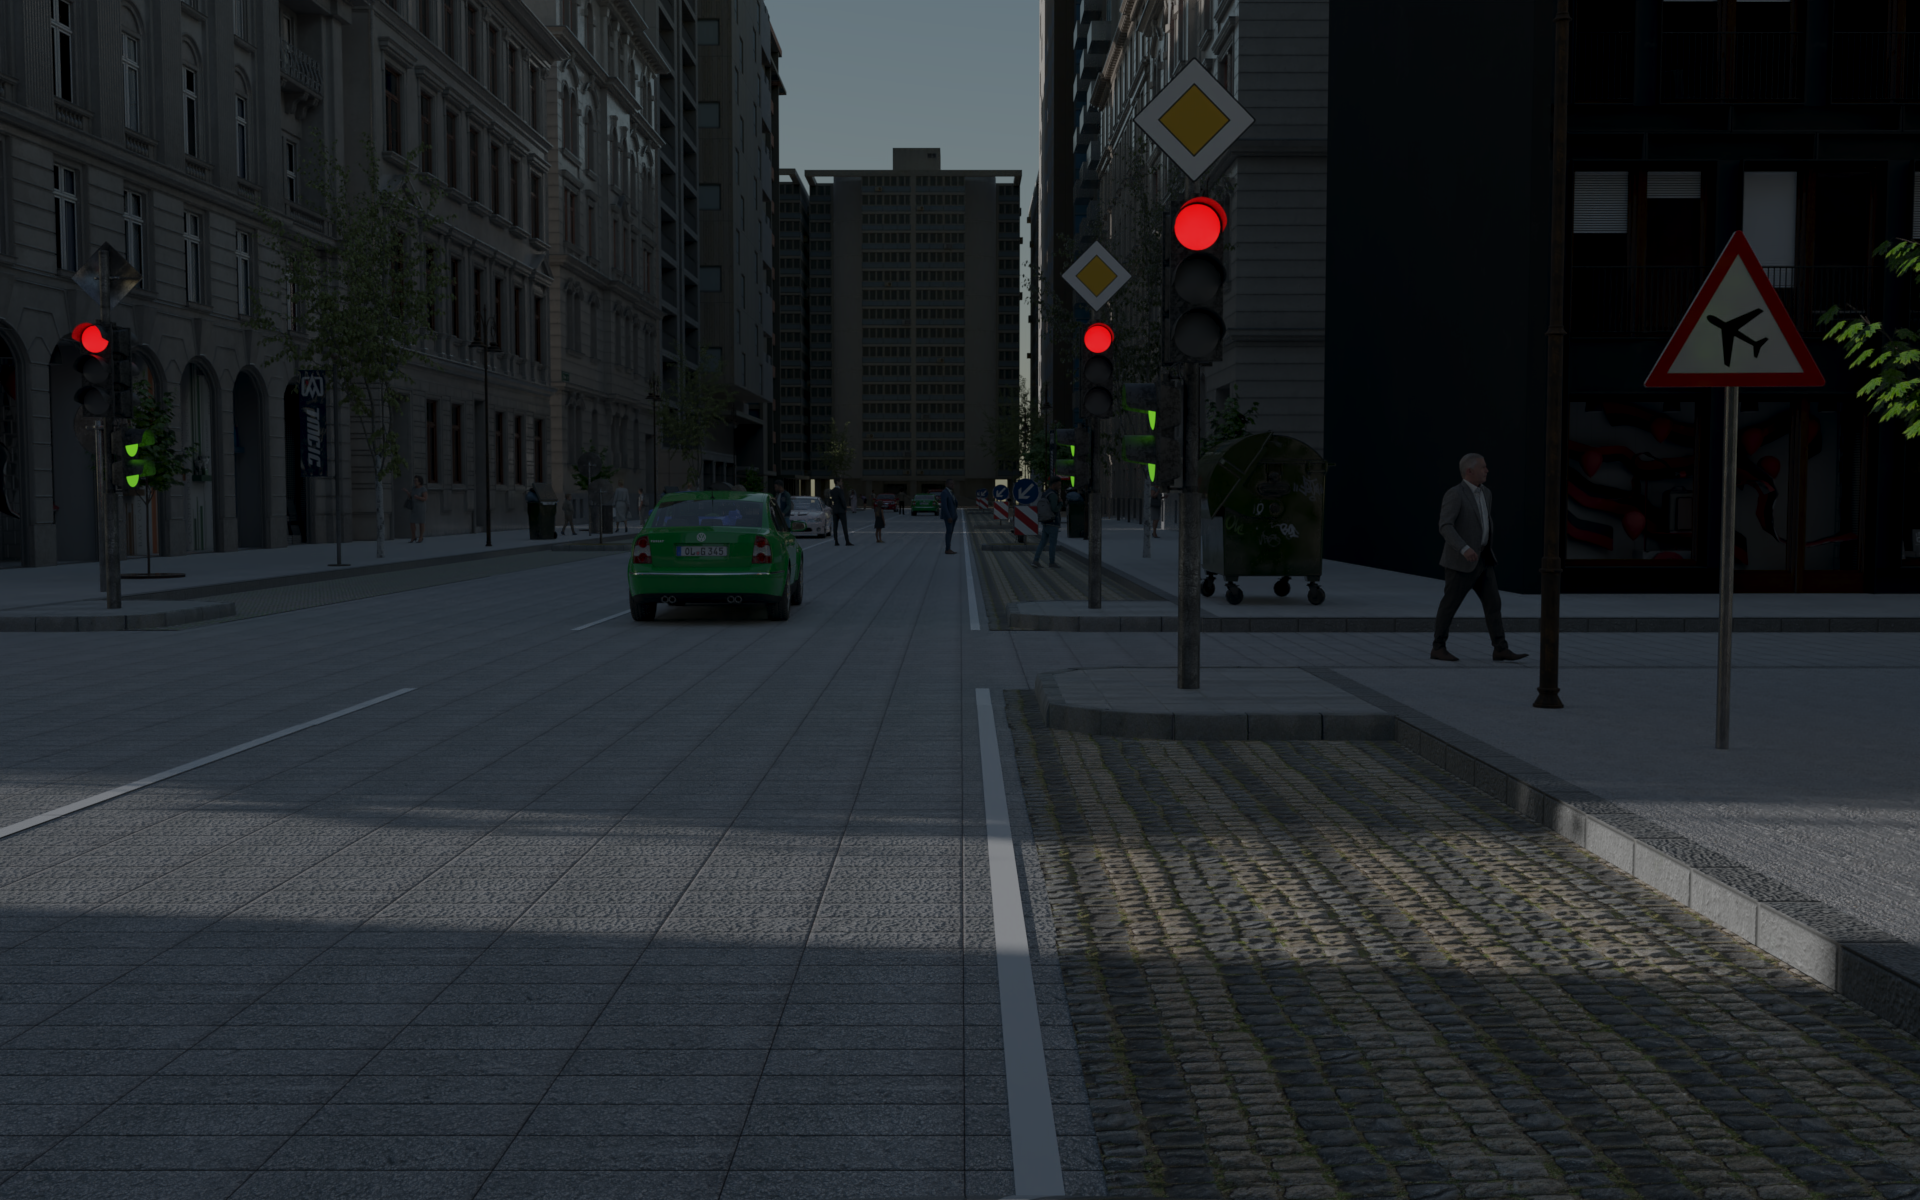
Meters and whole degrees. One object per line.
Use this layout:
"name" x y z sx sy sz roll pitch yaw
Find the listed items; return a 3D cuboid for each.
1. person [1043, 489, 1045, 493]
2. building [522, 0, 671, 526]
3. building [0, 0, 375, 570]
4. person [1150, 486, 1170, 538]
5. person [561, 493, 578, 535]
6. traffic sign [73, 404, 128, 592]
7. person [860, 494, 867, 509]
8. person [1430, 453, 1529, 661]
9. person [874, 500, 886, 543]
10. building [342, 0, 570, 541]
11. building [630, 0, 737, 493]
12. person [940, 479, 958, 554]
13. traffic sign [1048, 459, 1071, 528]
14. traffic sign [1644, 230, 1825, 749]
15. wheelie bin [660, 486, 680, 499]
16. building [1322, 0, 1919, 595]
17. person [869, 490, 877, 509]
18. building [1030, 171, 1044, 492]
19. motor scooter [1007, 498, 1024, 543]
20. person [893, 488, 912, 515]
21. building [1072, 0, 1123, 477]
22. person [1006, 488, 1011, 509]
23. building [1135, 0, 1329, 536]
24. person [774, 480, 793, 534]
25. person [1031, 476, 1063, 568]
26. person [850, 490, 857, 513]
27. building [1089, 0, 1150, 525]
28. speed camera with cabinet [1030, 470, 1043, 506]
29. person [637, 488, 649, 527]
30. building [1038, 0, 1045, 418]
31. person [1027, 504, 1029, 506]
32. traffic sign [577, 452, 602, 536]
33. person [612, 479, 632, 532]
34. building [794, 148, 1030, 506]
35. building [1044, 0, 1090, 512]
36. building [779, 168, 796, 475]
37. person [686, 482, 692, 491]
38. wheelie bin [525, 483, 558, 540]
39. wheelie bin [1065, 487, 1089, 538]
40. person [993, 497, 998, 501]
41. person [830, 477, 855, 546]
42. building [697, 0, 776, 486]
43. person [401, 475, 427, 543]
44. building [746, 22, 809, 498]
"person" 4.347 -5.430 95.626 0.742 1.727 0.445 -1 4 -22
"building" -22.084 -17.890 79.891 14.401 28.519 23.554 0 3 0
"building" -21.976 -11.740 33.752 13.314 21.916 24.055 0 3 0
"person" 5.781 -2.709 50.690 0.532 1.782 0.716 2 4 32
"person" -12.216 -2.670 53.968 0.475 1.303 0.640 2 4 29
"traffic sign" -11.224 -1.377 22.618 0.768 2.556 0.104 1 4 8
"person" -9.058 -9.221 162.497 0.697 1.427 0.421 0 4 -3
"person" 4.413 -0.358 14.757 0.834 1.777 0.661 3 5 43
"person" -2.356 -2.311 50.956 0.373 1.253 0.362 -3 5 -43
"building" -20.742 -13.464 56.293 11.583 22.565 21.152 0 3 0
"building" -24.418 -40.682 103.406 20.563 71.187 20.611 0 3 0
"person" -0.265 -2.007 41.492 0.419 1.800 0.721 1 4 12
"traffic sign" 3.714 -3.943 64.474 0.884 2.594 0.081 1 4 8
"traffic sign" 3.840 -0.529 8.653 0.884 2.594 0.081 0 4 1
"wheelie bin" -11.760 -3.822 70.393 0.980 1.594 0.693 -3 5 -41
"building" 15.087 -12.100 27.513 15.834 23.373 12.332 0 3 0
"person" -8.208 -9.532 164.352 0.705 1.824 1.348 3 5 41
"building" 19.903 -30.850 196.284 23.993 40.220 32.217 0 3 0
"motor scooter" 1.792 -2.336 50.975 0.815 1.314 1.986 0 4 1
"person" -4.044 -6.847 120.459 1.348 1.823 0.705 1 4 11
"building" 18.822 -30.000 110.114 23.786 49.044 30.456 0 3 0
"person" 3.786 -7.927 136.312 0.551 1.740 0.621 3 4 36
"building" 13.615 -16.527 57.602 14.401 28.519 23.554 0 3 0
"person" -4.395 -2.087 42.970 0.623 1.781 0.721 2 4 34
"person" 1.734 -1.488 33.176 0.721 1.781 0.623 -2 4 -35
"person" -7.947 -7.344 129.242 0.551 1.740 0.621 0 4 -2
"building" 13.213 -17.410 81.922 12.463 27.353 25.104 0 3 0
"speed camera with cabinet" 3.563 -5.264 80.397 0.660 3.252 2.038 0 4 3
"person" -12.369 -3.589 67.313 0.523 1.515 0.503 -2 4 -35
"building" 20.956 -34.488 153.116 28.713 52.752 27.495 0 3 0
"person" 3.782 -5.697 100.018 1.217 1.723 0.721 -2 4 -28
"traffic sign" -11.243 -3.208 52.564 0.768 2.556 0.104 0 4 7
"person" -11.342 -3.148 57.872 0.694 1.780 0.624 -1 4 -22
"building" -4.957 -30.892 196.969 23.993 40.220 32.217 0 3 0
"building" 13.680 -29.505 132.514 14.600 45.320 14.200 0 3 0
"building" -28.950 -30.842 196.144 23.993 40.220 32.217 0 3 0
"person" -11.506 -4.103 73.472 0.624 1.780 0.694 0 4 -2
"wheelie bin" -11.804 -2.499 48.764 0.693 1.594 0.980 3 4 38
"wheelie bin" 3.414 -2.617 50.692 0.693 1.594 0.980 0 4 -4
"person" 3.487 -9.755 166.051 0.721 1.766 1.217 2 4 26
"person" -3.307 -2.460 48.080 0.648 1.900 0.474 3 4 37
"building" -28.510 -32.950 127.977 28.713 52.752 27.495 0 3 0
"person" -14.340 -2.387 45.426 0.716 1.782 0.532 1 4 23
"building" -29.095 -30.699 156.550 28.867 44.769 22.147 0 3 0
